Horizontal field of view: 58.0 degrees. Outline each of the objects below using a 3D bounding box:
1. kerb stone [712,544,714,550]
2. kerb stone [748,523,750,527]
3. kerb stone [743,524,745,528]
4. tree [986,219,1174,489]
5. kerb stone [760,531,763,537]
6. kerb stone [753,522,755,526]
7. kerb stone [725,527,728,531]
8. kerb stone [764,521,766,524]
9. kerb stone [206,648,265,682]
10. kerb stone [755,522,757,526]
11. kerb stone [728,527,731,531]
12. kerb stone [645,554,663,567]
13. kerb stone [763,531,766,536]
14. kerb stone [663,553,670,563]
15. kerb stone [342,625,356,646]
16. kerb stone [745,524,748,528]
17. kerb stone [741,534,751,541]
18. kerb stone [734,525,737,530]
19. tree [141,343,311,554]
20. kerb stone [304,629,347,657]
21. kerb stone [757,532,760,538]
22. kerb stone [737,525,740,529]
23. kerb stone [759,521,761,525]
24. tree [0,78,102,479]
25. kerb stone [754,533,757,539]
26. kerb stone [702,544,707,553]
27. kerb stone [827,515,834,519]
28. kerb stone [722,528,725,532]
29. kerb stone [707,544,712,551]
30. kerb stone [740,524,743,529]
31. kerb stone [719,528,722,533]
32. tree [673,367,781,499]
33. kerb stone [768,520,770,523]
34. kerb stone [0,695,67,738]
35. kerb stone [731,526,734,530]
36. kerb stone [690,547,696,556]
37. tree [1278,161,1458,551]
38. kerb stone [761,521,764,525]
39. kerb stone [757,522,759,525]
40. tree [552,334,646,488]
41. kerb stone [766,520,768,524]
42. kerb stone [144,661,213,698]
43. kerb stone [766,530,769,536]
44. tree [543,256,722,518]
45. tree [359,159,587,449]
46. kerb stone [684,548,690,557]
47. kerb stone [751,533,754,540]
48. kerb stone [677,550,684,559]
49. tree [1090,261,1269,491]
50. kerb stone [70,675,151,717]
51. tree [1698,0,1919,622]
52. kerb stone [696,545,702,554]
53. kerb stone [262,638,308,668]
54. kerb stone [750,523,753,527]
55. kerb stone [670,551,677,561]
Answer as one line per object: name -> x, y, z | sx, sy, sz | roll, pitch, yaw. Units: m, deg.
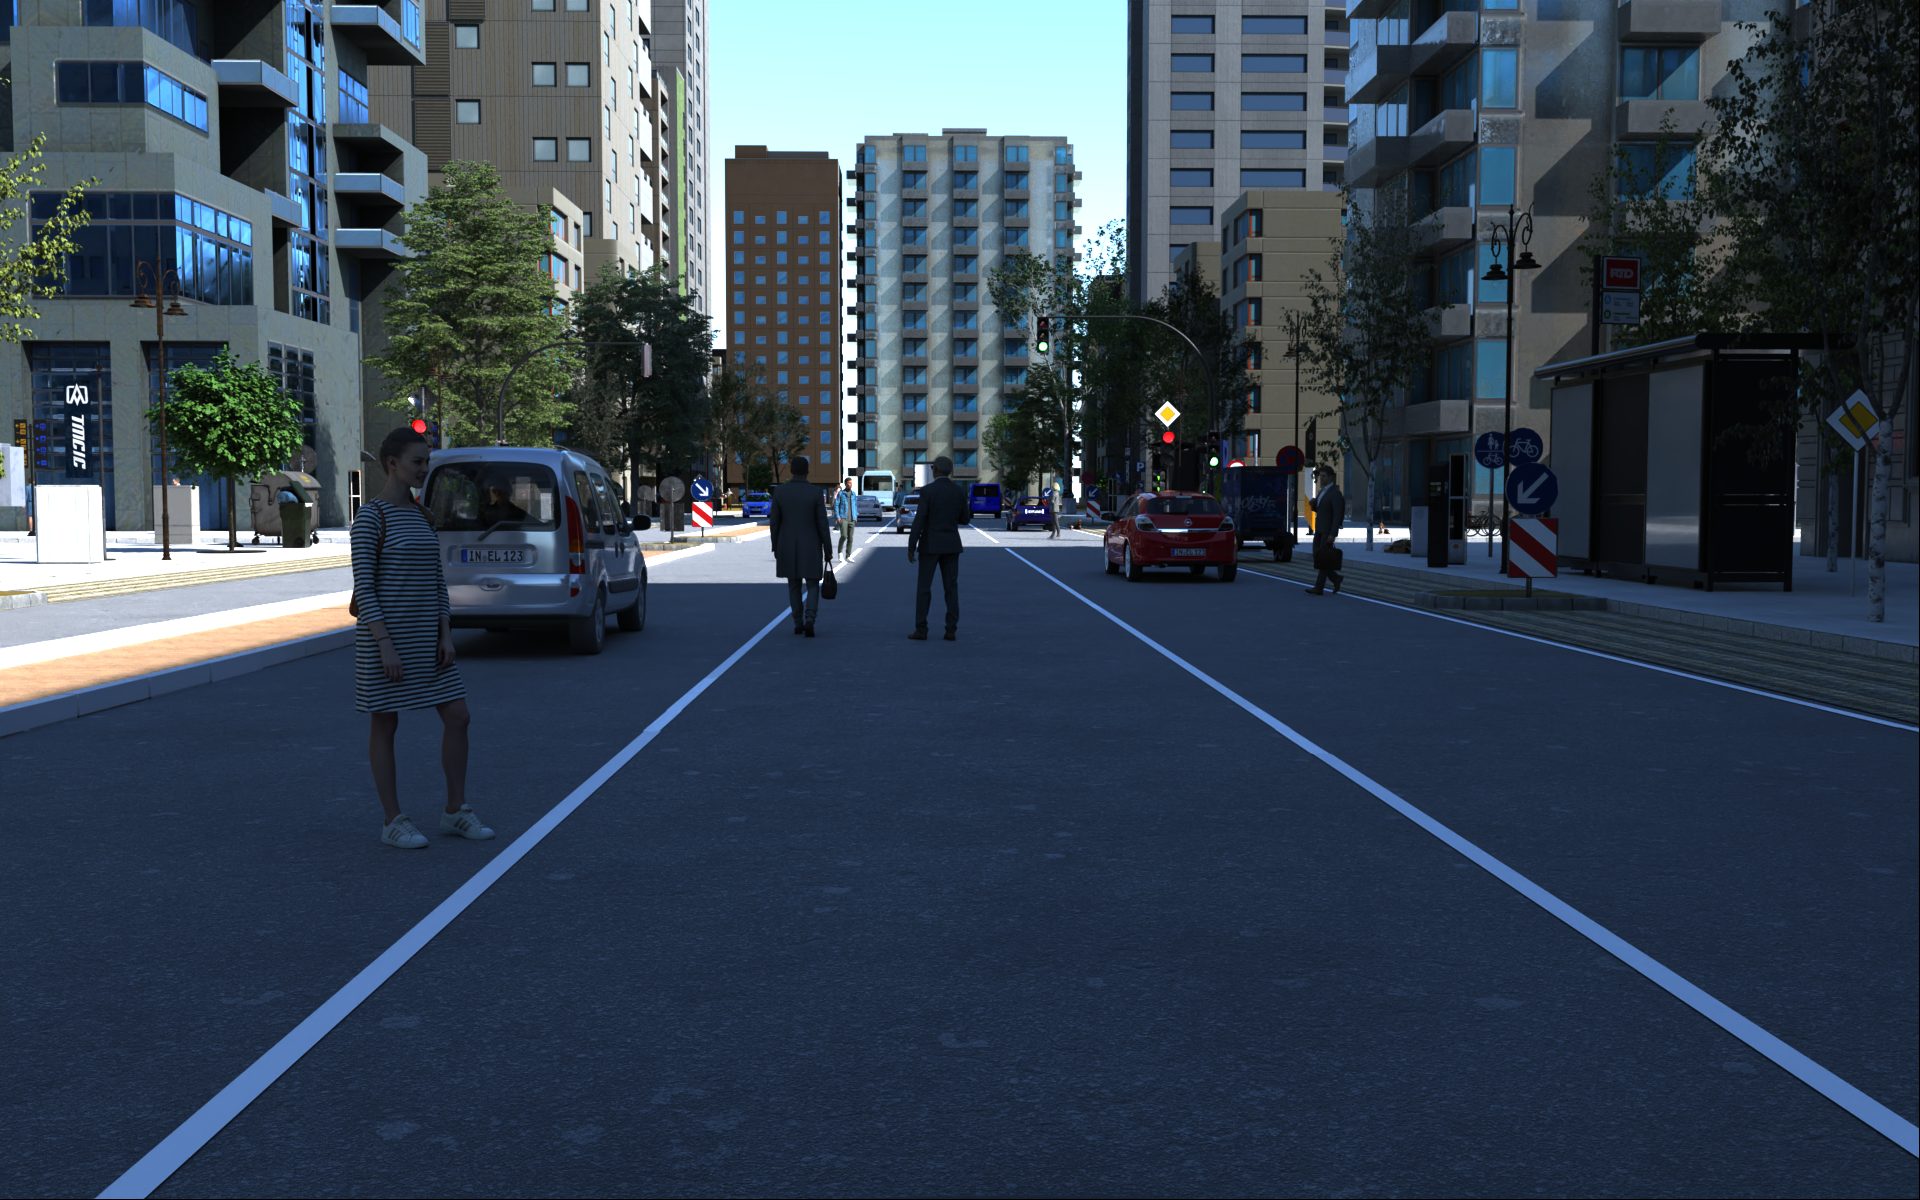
kerb stone -> -6.422, -1.353, 44.413 | 0.120, 0.150, 1.000 | 0, 4, -1
kerb stone -> -9.141, -3.142, 73.633 | 0.120, 0.150, 1.000 | 0, 4, -1
kerb stone -> -9.098, -3.020, 71.572 | 0.120, 0.150, 1.000 | 0, 4, -1
tree -> 8.592, -16.065, 118.558 | 12.611, 20.169, 13.585 | 0, 3, 0
kerb stone -> -6.691, -2.144, 57.266 | 0.120, 0.150, 1.000 | 0, 4, -1
kerb stone -> -9.185, -3.266, 75.677 | 0.120, 0.150, 1.000 | 0, 4, -1
kerb stone -> -8.969, -2.644, 65.421 | 0.120, 0.150, 1.000 | 0, 4, -1
kerb stone -> -9.291, -3.585, 80.806 | 0.120, 0.150, 1.000 | 0, 4, -1
kerb stone -> -5.757, 0.521, 13.672 | 0.120, 0.150, 1.000 | 0, 4, -1
kerb stone -> -9.204, -3.334, 76.699 | 0.120, 0.150, 1.000 | 0, 4, -1
kerb stone -> -8.989, -2.704, 66.449 | 0.120, 0.150, 1.000 | 0, 4, -1
kerb stone -> -6.223, -0.792, 35.189 | 0.120, 0.150, 1.000 | 0, 4, -1
kerb stone -> -6.723, -2.207, 58.287 | 0.120, 0.150, 1.000 | 0, 4, -1
kerb stone -> -6.251, -0.856, 36.221 | 0.120, 0.150, 1.000 | 0, 4, -1
kerb stone -> -5.840, 0.334, 16.737 | 0.120, 0.150, 1.000 | 0, 4, -1
kerb stone -> -9.121, -3.082, 72.606 | 0.120, 0.150, 1.000 | 0, 4, -1
kerb stone -> -6.614, -1.889, 53.167 | 0.120, 0.150, 1.000 | 0, 4, -1
kerb stone -> -9.032, -2.827, 68.503 | 0.120, 0.150, 1.000 | 0, 4, -1
tree -> -16.056, -3.319, 37.974 | 4.285, 4.588, 4.351 | 0, 3, 0
kerb stone -> -5.813, 0.396, 15.715 | 0.120, 0.150, 1.000 | 0, 4, -1
kerb stone -> -6.673, -2.082, 56.243 | 0.120, 0.150, 1.000 | 0, 4, -1
kerb stone -> -9.051, -2.895, 69.525 | 0.120, 0.150, 1.000 | 0, 4, -1
kerb stone -> -9.254, -3.460, 78.761 | 0.120, 0.150, 1.000 | 0, 4, -1
tree -> -15.252, -4.585, 25.321 | 4.737, 8.622, 4.395 | 0, 3, 0
kerb stone -> -6.645, -2.020, 55.217 | 0.120, 0.150, 1.000 | 0, 4, -1
kerb stone -> -6.371, -1.233, 42.370 | 0.120, 0.150, 1.000 | 0, 4, -1
kerb stone -> -7.650, -4.905, 102.387 | 0.120, 0.150, 1.000 | 0, 4, -1
kerb stone -> -8.940, -2.581, 64.399 | 0.120, 0.150, 1.000 | 0, 4, -1
kerb stone -> -6.392, -1.296, 43.391 | 0.120, 0.150, 1.000 | 0, 4, -1
kerb stone -> -9.074, -2.957, 70.547 | 0.120, 0.150, 1.000 | 0, 4, -1
kerb stone -> -8.922, -2.519, 63.377 | 0.120, 0.150, 1.000 | 0, 4, -1
tree -> -17.677, -11.787, 127.130 | 8.767, 10.594, 7.601 | -3, 5, -44
kerb stone -> -9.330, -3.703, 82.851 | 0.120, 0.150, 1.000 | 0, 4, -1
kerb stone -> -5.703, 0.710, 10.587 | 0.120, 0.150, 1.000 | 0, 4, -1
kerb stone -> -9.012, -2.770, 67.478 | 0.120, 0.150, 1.000 | 0, 4, -1
kerb stone -> -6.329, -1.107, 40.312 | 0.120, 0.150, 1.000 | 0, 4, -1
tree -> 9.277, -5.431, 39.158 | 4.360, 8.622, 3.978 | 0, 3, 0
kerb stone -> -9.267, -3.522, 79.783 | 0.120, 0.150, 1.000 | 0, 4, -1
kerb stone -> -9.226, -3.395, 77.724 | 0.120, 0.150, 1.000 | 0, 4, -1
tree -> -17.016, -7.947, 80.296 | 4.360, 8.622, 3.978 | 0, 3, 0
kerb stone -> -9.315, -3.647, 81.828 | 0.120, 0.150, 1.000 | 0, 4, -1
kerb stone -> -5.744, 0.584, 12.650 | 0.120, 0.150, 1.000 | 0, 4, -1
kerb stone -> -6.735, -2.267, 59.312 | 0.120, 0.150, 1.000 | 0, 4, -1
tree -> -17.449, -11.339, 92.041 | 9.857, 13.997, 8.962 | 0, 3, 0
tree -> -16.804, -8.662, 59.746 | 7.486, 12.596, 7.792 | 0, 3, 0
kerb stone -> -6.316, -1.046, 39.290 | 0.120, 0.150, 1.000 | 0, 4, -1
kerb stone -> -6.620, -1.957, 54.189 | 0.120, 0.150, 1.000 | 0, 4, -1
kerb stone -> -6.291, -0.980, 38.269 | 0.120, 0.150, 1.000 | 0, 4, -1
tree -> 8.639, -8.255, 69.376 | 7.601, 10.594, 8.767 | 2, 4, 25
kerb stone -> -5.729, 0.647, 11.622 | 0.120, 0.150, 1.000 | 0, 4, -1
tree -> 9.308, -4.096, 17.340 | 4.360, 8.622, 3.978 | 0, 3, 0
kerb stone -> -6.355, -1.171, 41.344 | 0.120, 0.150, 1.000 | 0, 4, -1
kerb stone -> -5.790, 0.461, 14.693 | 0.120, 0.150, 1.000 | 0, 4, -1
kerb stone -> -9.162, -3.208, 74.655 | 0.120, 0.150, 1.000 | 0, 4, -1
kerb stone -> -6.265, -0.920, 37.243 | 0.120, 0.150, 1.000 | 0, 4, -1
